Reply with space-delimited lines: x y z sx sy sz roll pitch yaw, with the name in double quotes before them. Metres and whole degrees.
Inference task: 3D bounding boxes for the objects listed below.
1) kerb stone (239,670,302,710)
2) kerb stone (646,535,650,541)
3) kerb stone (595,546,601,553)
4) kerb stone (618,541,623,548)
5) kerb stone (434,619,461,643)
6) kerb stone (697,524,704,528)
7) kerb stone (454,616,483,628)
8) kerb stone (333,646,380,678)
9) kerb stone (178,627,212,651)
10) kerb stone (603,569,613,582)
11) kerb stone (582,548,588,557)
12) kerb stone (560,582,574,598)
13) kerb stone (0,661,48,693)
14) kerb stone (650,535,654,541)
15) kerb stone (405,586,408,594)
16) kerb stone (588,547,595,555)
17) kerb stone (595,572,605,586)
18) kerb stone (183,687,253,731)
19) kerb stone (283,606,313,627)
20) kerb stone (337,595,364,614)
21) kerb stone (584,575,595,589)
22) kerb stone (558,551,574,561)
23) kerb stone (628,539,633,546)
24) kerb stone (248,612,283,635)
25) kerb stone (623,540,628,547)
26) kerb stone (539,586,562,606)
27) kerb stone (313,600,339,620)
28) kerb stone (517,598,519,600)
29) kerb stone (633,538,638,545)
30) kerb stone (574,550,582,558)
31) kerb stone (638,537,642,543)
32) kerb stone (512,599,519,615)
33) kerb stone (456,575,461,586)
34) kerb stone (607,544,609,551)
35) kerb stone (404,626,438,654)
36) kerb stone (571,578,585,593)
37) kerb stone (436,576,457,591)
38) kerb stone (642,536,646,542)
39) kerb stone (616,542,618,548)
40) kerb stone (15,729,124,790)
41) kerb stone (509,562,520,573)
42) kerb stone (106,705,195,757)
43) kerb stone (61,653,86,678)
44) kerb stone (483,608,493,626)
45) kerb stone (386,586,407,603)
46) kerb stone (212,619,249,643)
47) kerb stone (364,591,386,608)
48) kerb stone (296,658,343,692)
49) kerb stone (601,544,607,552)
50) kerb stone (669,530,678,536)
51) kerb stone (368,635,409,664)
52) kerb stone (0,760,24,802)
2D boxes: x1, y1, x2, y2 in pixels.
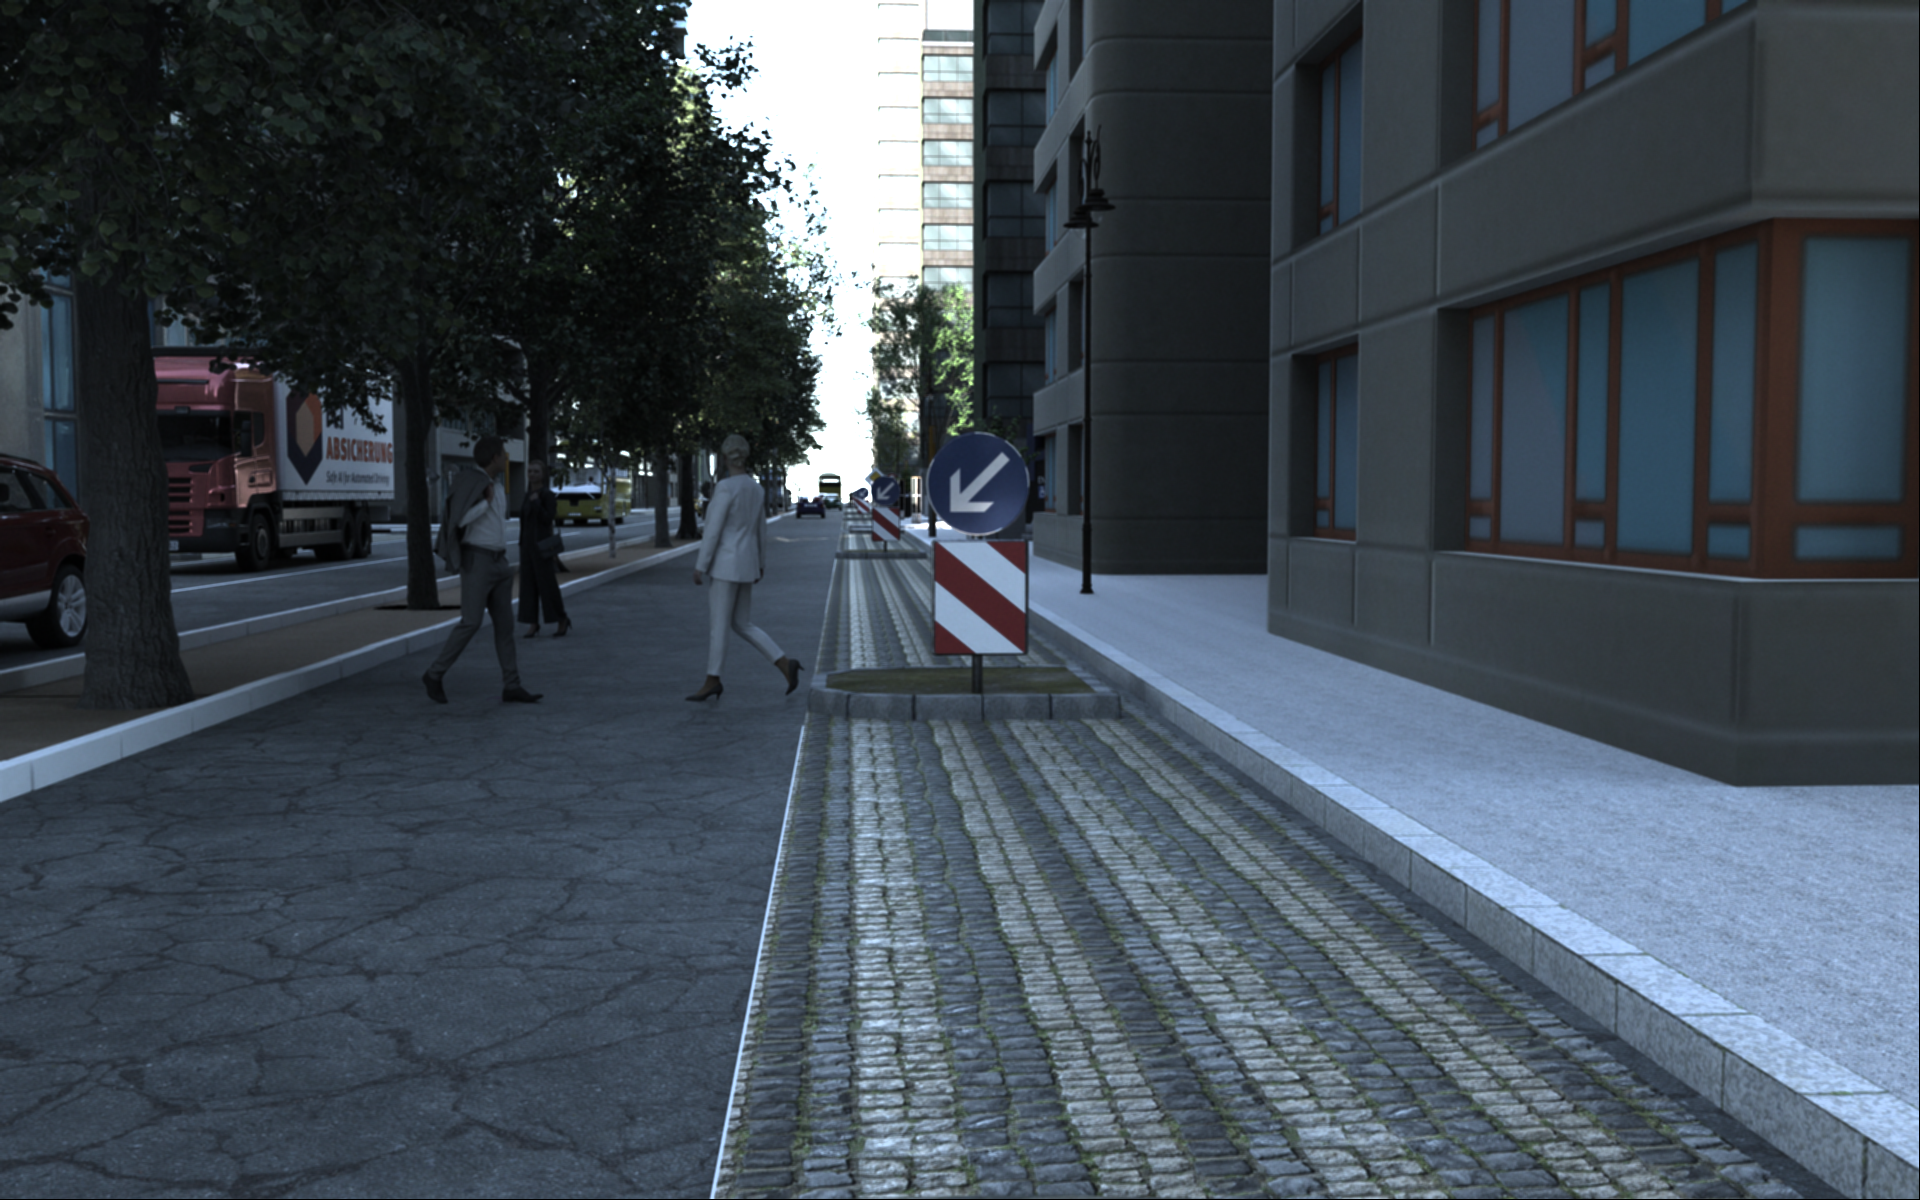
"kerb stone" -4.773 0.628 11.935 0.120 0.150 1.000 0 4 -4
"kerb stone" -9.452 -1.804 51.690 0.120 0.150 1.000 0 4 -4
"kerb stone" -8.795 -1.179 41.473 0.120 0.150 1.000 0 4 -4
"kerb stone" -9.059 -1.426 45.557 0.120 0.150 1.000 0 4 -4
"kerb stone" -5.099 0.321 17.036 0.120 0.150 1.000 0 4 -4
"kerb stone" -10.817 -3.089 72.737 0.120 0.150 1.000 0 4 -4
"kerb stone" -5.167 0.253 18.056 0.120 0.150 1.000 0 4 -4
"kerb stone" -4.900 0.507 13.976 0.120 0.150 1.000 0 4 -4
"kerb stone" -7.139 0.384 15.914 0.120 0.150 1.000 0 4 -4
"kerb stone" -5.832 -0.373 28.288 0.120 0.150 1.000 0 4 -4
"kerb stone" -8.659 -1.052 39.429 0.120 0.150 1.000 0 4 -4
"kerb stone" -5.562 -0.116 24.191 0.120 0.150 1.000 0 4 -4
"kerb stone" -6.935 0.572 12.848 0.120 0.150 1.000 0 4 -4
"kerb stone" -9.517 -1.867 52.715 0.120 0.150 1.000 0 4 -4
"kerb stone" -7.665 -0.116 24.086 0.120 0.150 1.000 0 4 -4
"kerb stone" -8.728 -1.111 40.454 0.120 0.150 1.000 0 4 -4
"kerb stone" -5.760 -0.305 27.268 0.120 0.150 1.000 0 4 -4
"kerb stone" -4.705 0.693 10.914 0.120 0.150 1.000 0 4 -4
"kerb stone" -7.335 0.198 18.979 0.120 0.150 1.000 0 4 -4
"kerb stone" -7.464 0.072 21.019 0.120 0.150 1.000 0 4 -4
"kerb stone" -5.699 -0.247 26.240 0.120 0.150 1.000 0 4 -4
"kerb stone" -8.524 -0.928 37.383 0.120 0.150 1.000 0 4 -4
"kerb stone" -9.180 -1.551 47.600 0.120 0.150 1.000 0 4 -4
"kerb stone" -7.268 0.259 17.958 0.120 0.150 1.000 0 4 -4
"kerb stone" -9.126 -1.491 46.579 0.120 0.150 1.000 0 4 -4
"kerb stone" -5.507 -0.059 23.166 0.120 0.150 1.000 0 4 -4
"kerb stone" -7.407 0.138 19.998 0.120 0.150 1.000 0 4 -4
"kerb stone" -5.369 0.066 21.118 0.120 0.150 1.000 0 4 -4
"kerb stone" -9.246 -1.614 48.621 0.120 0.150 1.000 0 4 -4
"kerb stone" -8.587 -0.992 38.409 0.120 0.150 1.000 0 4 -4
"kerb stone" -9.315 -1.679 49.641 0.120 0.150 1.000 0 4 -4
"kerb stone" -5.299 0.128 20.098 0.120 0.150 1.000 0 4 -4
"kerb stone" -7.864 -0.303 27.152 0.120 0.150 1.000 0 4 -4
"kerb stone" -8.925 -1.298 43.518 0.120 0.150 1.000 0 4 -4
"kerb stone" -5.034 0.378 16.016 0.120 0.150 1.000 0 4 -4
"kerb stone" -5.636 -0.185 25.218 0.120 0.150 1.000 0 4 -4
"kerb stone" -7.796 -0.238 26.132 0.120 0.150 1.000 0 4 -4
"kerb stone" -9.384 -1.741 50.661 0.120 0.150 1.000 0 4 -4
"kerb stone" -8.987 -1.366 44.538 0.120 0.150 1.000 0 4 -4
"kerb stone" -4.567 0.815 8.867 0.120 0.150 1.000 0 4 -4
"kerb stone" -8.195 -0.616 32.263 0.120 0.150 1.000 0 4 -4
"kerb stone" -4.636 0.753 9.887 0.120 0.150 1.000 0 4 -4
"kerb stone" -7.010 0.509 13.874 0.120 0.150 1.000 0 4 -4
"kerb stone" -5.238 0.192 19.076 0.120 0.150 1.000 0 4 -4
"kerb stone" -7.591 -0.045 23.067 0.120 0.150 1.000 0 4 -4
"kerb stone" -7.208 0.324 16.934 0.120 0.150 1.000 0 4 -4
"kerb stone" -7.529 0.014 22.041 0.120 0.150 1.000 0 4 -4
"kerb stone" -4.842 0.575 12.956 0.120 0.150 1.000 0 4 -4
"kerb stone" -8.859 -1.239 42.494 0.120 0.150 1.000 0 4 -4
"kerb stone" -10.052 -2.367 60.888 0.120 0.150 1.000 0 4 -4
"kerb stone" -4.981 0.442 14.995 0.120 0.150 1.000 0 4 -4
"kerb stone" -4.508 0.878 7.847 0.120 0.150 1.000 0 4 -4
